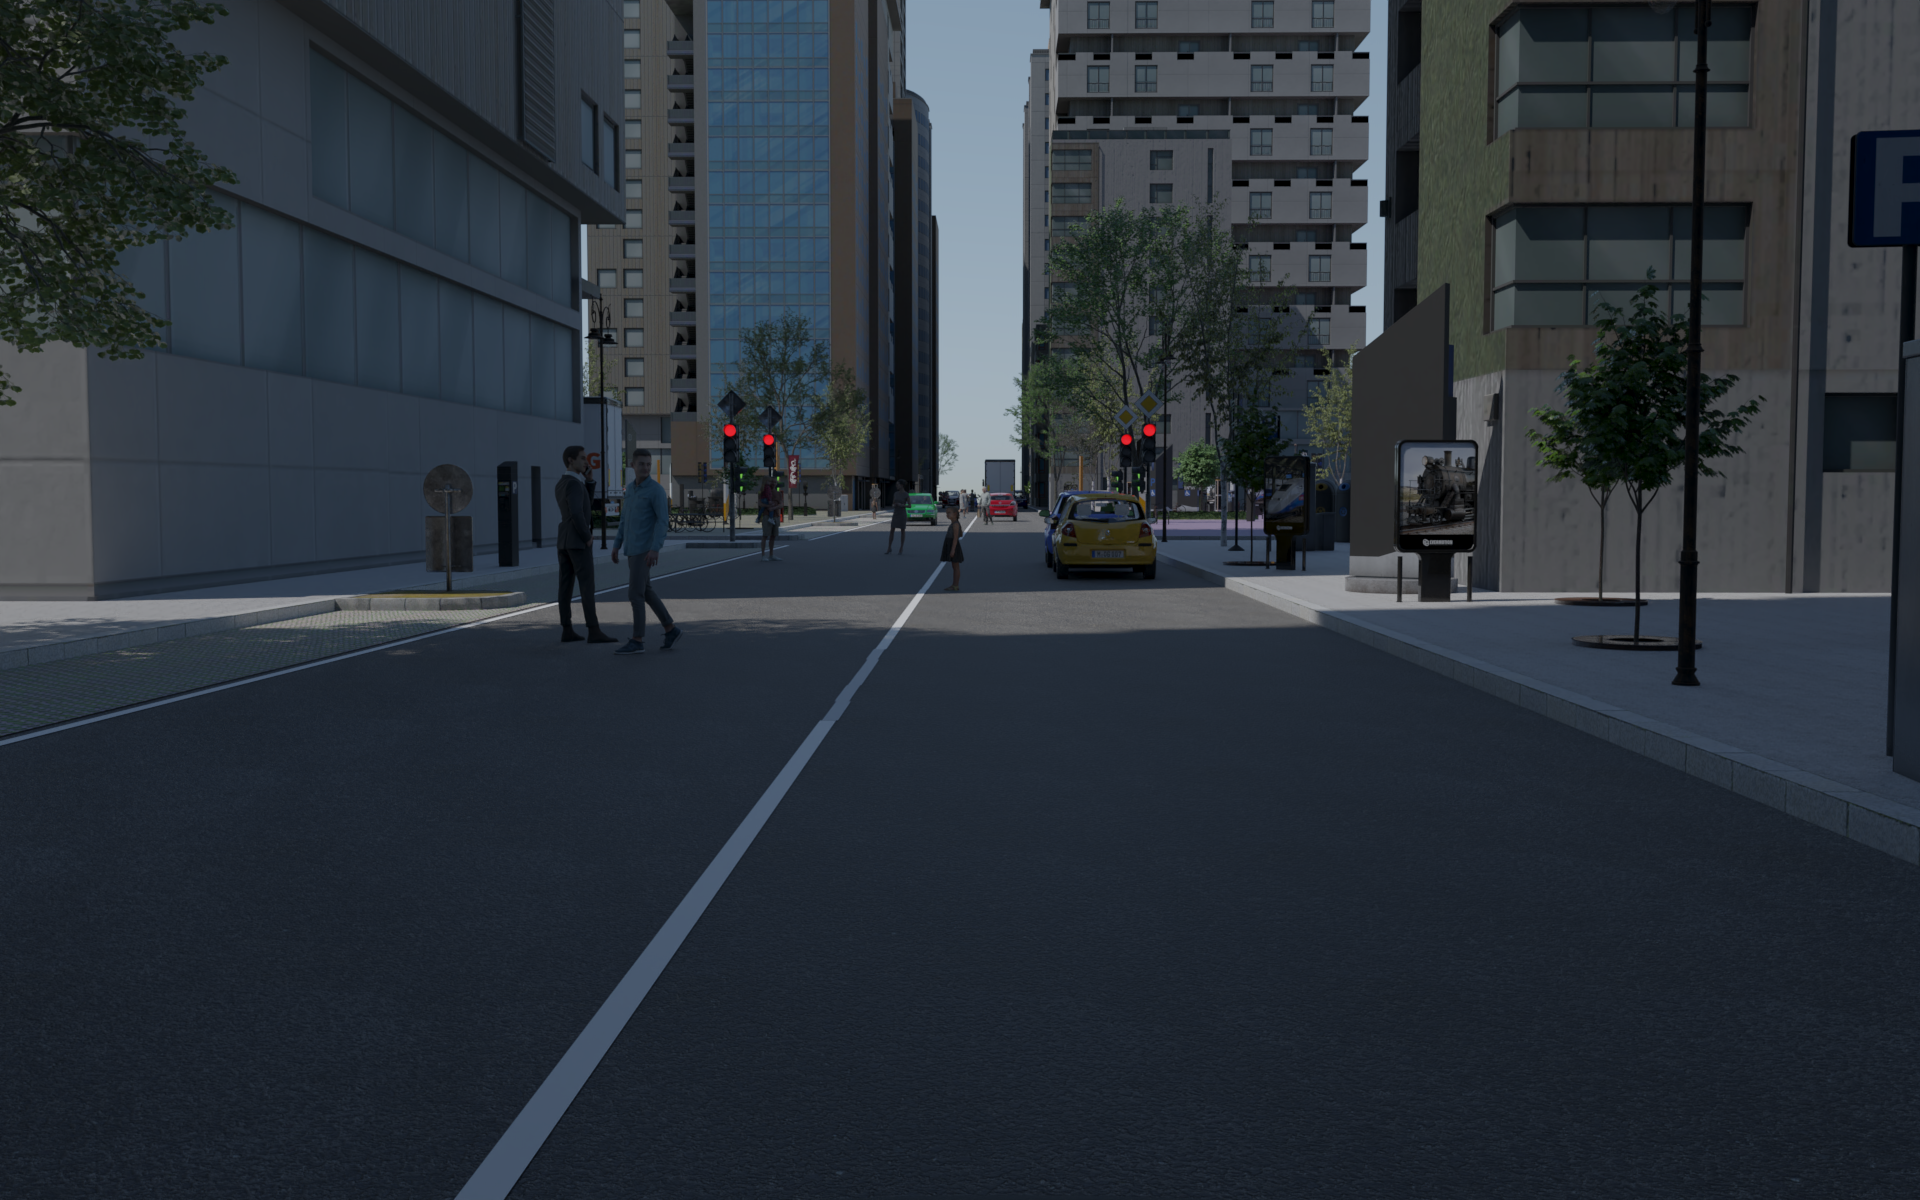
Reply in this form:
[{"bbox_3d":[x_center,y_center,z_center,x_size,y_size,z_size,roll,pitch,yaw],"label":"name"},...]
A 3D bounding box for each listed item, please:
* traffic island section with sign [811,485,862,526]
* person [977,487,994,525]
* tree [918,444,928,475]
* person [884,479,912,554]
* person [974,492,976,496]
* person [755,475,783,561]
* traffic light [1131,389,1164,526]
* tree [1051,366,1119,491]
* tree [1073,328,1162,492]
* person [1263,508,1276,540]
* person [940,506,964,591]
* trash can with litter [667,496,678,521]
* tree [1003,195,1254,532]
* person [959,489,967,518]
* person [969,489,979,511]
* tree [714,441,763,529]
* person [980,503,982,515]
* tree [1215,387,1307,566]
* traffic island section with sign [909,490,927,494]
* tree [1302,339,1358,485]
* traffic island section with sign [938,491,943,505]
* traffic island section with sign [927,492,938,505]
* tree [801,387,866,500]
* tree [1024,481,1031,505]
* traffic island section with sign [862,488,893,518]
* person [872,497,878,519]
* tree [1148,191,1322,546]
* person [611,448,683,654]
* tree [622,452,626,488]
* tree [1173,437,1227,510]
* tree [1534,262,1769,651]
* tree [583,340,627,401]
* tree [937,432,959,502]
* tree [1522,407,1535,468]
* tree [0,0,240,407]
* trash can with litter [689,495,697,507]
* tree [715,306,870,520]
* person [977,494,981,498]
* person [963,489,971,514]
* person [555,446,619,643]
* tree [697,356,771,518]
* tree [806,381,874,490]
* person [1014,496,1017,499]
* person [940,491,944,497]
[{"bbox_3d":[-5.590,-4.219,77.612,1.989,1.847,2.006,0,4,1],"label":"traffic island section with sign"},{"bbox_3d":[1.136,-4.350,80.108,0.782,1.767,0.515,3,4,37],"label":"person"},{"bbox_3d":[-6.182,-15.527,204.227,4.360,8.622,3.978,0,3,0],"label":"tree"},{"bbox_3d":[-1.474,-1.977,41.169,0.599,1.781,0.374,2,4,29],"label":"person"},{"bbox_3d":[2.290,-15.405,261.294,0.530,1.710,0.541,3,5,43],"label":"person"},{"bbox_3d":[-4.086,-1.748,37.048,0.573,1.828,0.580,0,4,7],"label":"person"},{"bbox_3d":[5.034,-3.519,46.458,0.839,4.253,0.868,0,4,1],"label":"traffic light"},{"bbox_3d":[7.466,-9.072,98.682,4.360,8.622,3.978,0,3,0],"label":"tree"},{"bbox_3d":[6.891,-7.770,77.403,4.737,8.622,4.395,0,3,0],"label":"tree"},{"bbox_3d":[9.209,-2.559,50.529,0.709,1.800,0.728,1,4,19],"label":"person"},{"bbox_3d":[-0.123,-0.760,25.593,0.373,1.253,0.362,-1,4,-10],"label":"person"},{"bbox_3d":[-13.670,-4.246,80.481,1.678,1.210,2.233,0,4,-7],"label":"trash can with litter"},{"bbox_3d":[6.136,-8.167,59.286,9.928,11.665,9.643,0,3,0],"label":"tree"},{"bbox_3d":[0.109,-5.699,102.421,0.466,1.731,0.760,3,5,41],"label":"person"},{"bbox_3d":[1.041,-8.252,143.419,1.348,1.824,0.705,3,5,44],"label":"person"},{"bbox_3d":[-8.015,-4.202,63.311,1.663,3.219,1.824,0,3,0],"label":"tree"},{"bbox_3d":[1.565,-6.573,120.247,0.640,1.303,0.475,2,4,28],"label":"person"},{"bbox_3d":[5.410,-2.241,31.249,1.663,3.219,1.824,0,3,0],"label":"tree"},{"bbox_3d":[-4.158,-8.831,153.014,1.989,1.847,2.006,0,4,1],"label":"traffic island section with sign"},{"bbox_3d":[18.264,-8.112,82.994,4.737,8.622,4.395,0,3,0],"label":"tree"},{"bbox_3d":[-2.569,-13.934,236.445,1.989,1.847,2.006,0,4,1],"label":"traffic island section with sign"},{"bbox_3d":[-3.623,-10.530,180.786,1.989,1.847,2.006,0,4,1],"label":"traffic island section with sign"},{"bbox_3d":[-8.251,-10.132,116.023,4.360,8.622,3.978,0,3,0],"label":"tree"},{"bbox_3d":[8.596,-13.375,213.288,1.663,3.219,1.824,0,3,0],"label":"tree"},{"bbox_3d":[-5.069,-5.871,104.623,1.989,1.847,2.006,0,4,1],"label":"traffic island section with sign"},{"bbox_3d":[-4.797,-5.153,97.427,0.362,1.253,0.373,3,4,38],"label":"person"},{"bbox_3d":[6.506,-5.611,42.101,4.360,8.622,3.978,0,3,0],"label":"tree"},{"bbox_3d":[-2.802,-0.446,15.648,0.748,1.841,0.638,-2,4,-33],"label":"person"},{"bbox_3d":[-23.008,-8.025,114.914,4.285,4.588,4.351,0,3,0],"label":"tree"},{"bbox_3d":[13.615,-6.936,97.125,4.285,4.588,4.351,0,3,0],"label":"tree"},{"bbox_3d":[5.851,-1.218,14.515,1.663,3.219,1.824,0,3,0],"label":"tree"},{"bbox_3d":[-17.626,-7.928,79.984,4.737,8.622,4.395,0,3,0],"label":"tree"},{"bbox_3d":[-3.974,-22.240,289.383,9.928,11.665,9.643,0,3,0],"label":"tree"},{"bbox_3d":[7.370,-1.566,20.210,1.663,3.219,1.824,0,3,0],"label":"tree"},{"bbox_3d":[-9.895,-5.843,13.664,7.486,12.596,7.792,0,3,0],"label":"tree"},{"bbox_3d":[-17.838,-6.570,118.477,2.233,1.210,1.678,-1,4,-12],"label":"trash can with litter"},{"bbox_3d":[-8.211,-9.223,85.212,8.767,10.594,7.601,1,4,15],"label":"tree"},{"bbox_3d":[2.845,-14.547,249.529,0.799,1.438,0.628,-2,4,-30],"label":"person"},{"bbox_3d":[0.508,-7.088,124.745,0.716,1.782,0.532,2,4,33],"label":"person"},{"bbox_3d":[-3.668,-0.548,16.822,0.474,1.900,0.648,-3,4,-37],"label":"person"},{"bbox_3d":[-11.981,-8.668,92.092,4.360,8.622,3.978,0,3,0],"label":"tree"},{"bbox_3d":[-7.654,-9.771,110.126,4.737,8.622,4.395,0,3,0],"label":"tree"},{"bbox_3d":[4.485,-8.834,153.645,1.217,1.736,0.721,1,4,15],"label":"person"},{"bbox_3d":[-2.156,-13.367,227.028,1.348,1.826,0.705,-3,5,-41],"label":"person"}]
